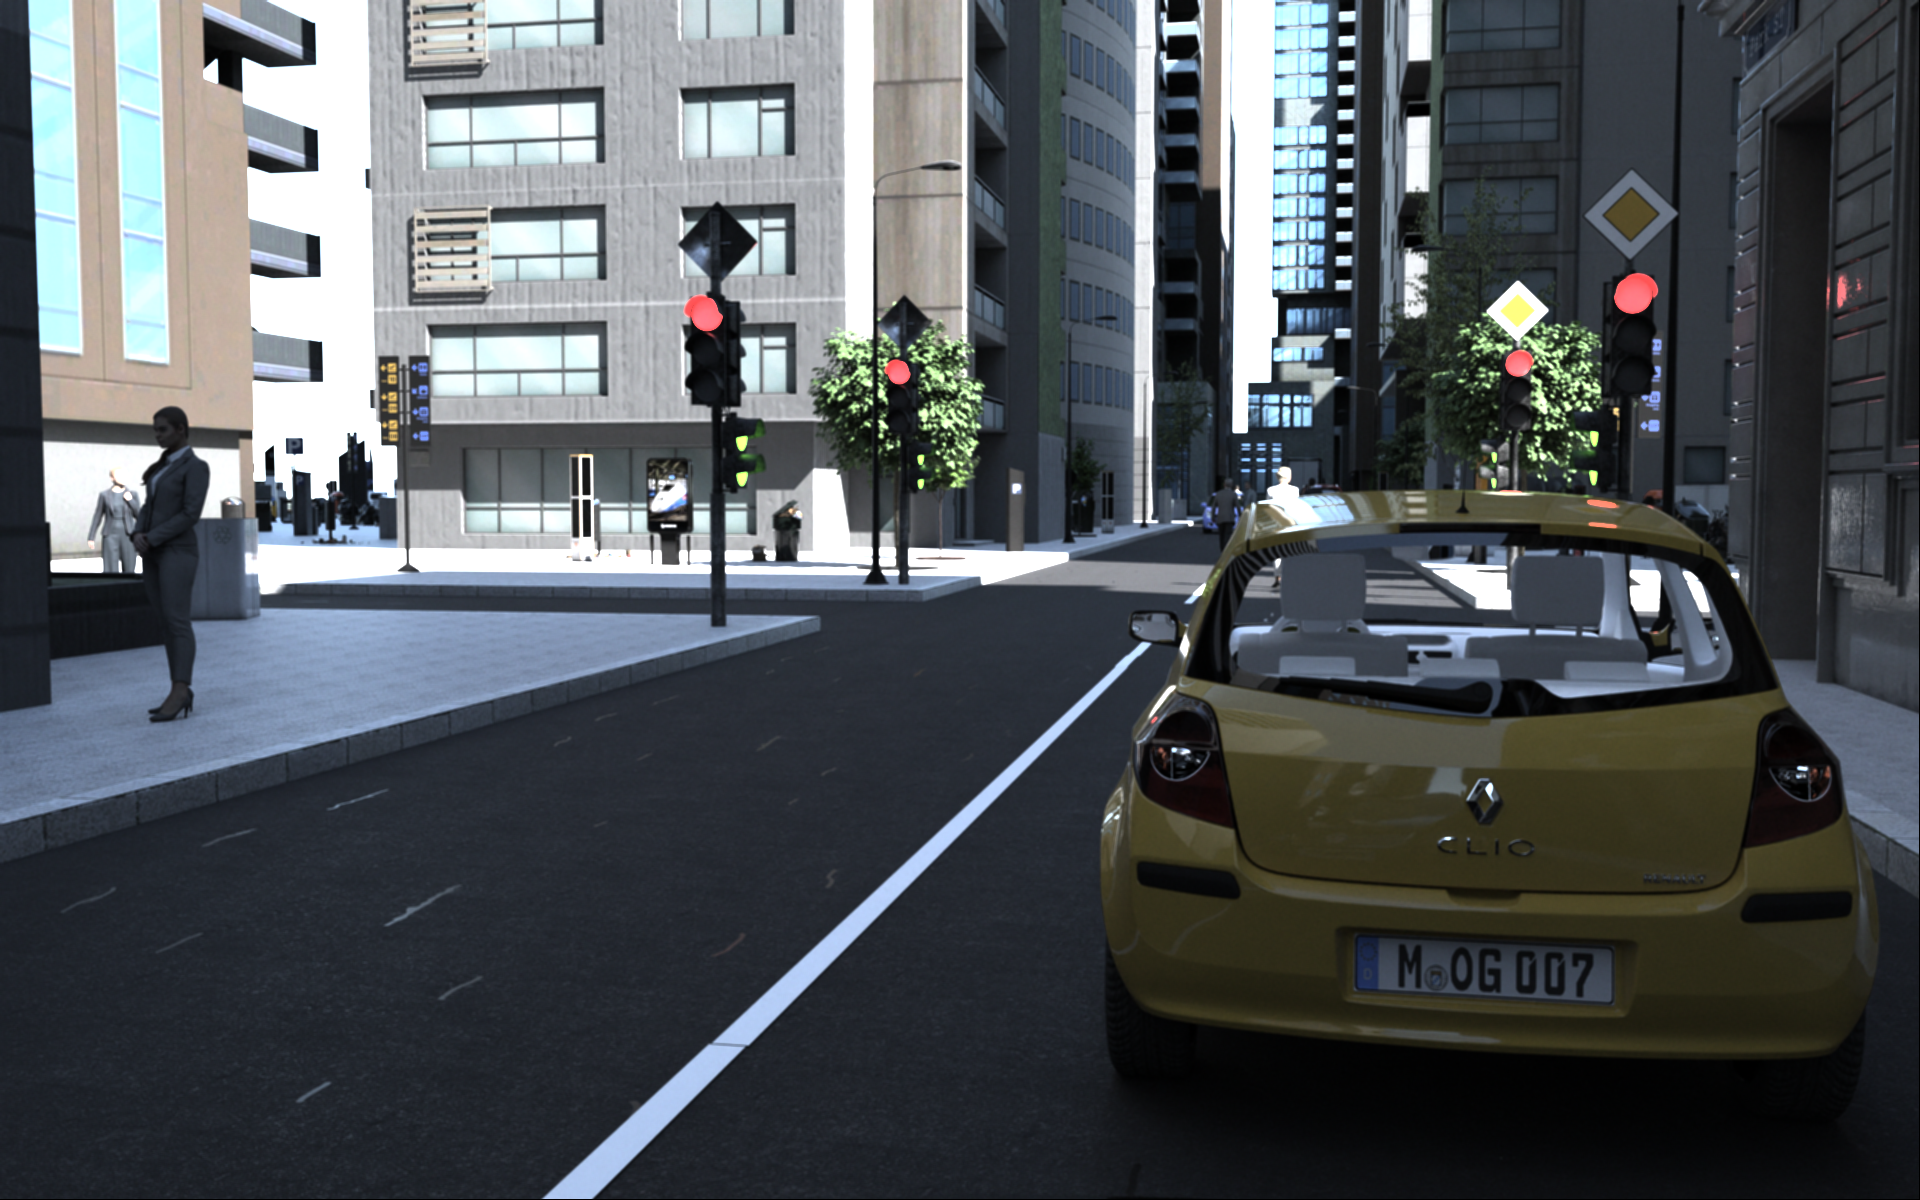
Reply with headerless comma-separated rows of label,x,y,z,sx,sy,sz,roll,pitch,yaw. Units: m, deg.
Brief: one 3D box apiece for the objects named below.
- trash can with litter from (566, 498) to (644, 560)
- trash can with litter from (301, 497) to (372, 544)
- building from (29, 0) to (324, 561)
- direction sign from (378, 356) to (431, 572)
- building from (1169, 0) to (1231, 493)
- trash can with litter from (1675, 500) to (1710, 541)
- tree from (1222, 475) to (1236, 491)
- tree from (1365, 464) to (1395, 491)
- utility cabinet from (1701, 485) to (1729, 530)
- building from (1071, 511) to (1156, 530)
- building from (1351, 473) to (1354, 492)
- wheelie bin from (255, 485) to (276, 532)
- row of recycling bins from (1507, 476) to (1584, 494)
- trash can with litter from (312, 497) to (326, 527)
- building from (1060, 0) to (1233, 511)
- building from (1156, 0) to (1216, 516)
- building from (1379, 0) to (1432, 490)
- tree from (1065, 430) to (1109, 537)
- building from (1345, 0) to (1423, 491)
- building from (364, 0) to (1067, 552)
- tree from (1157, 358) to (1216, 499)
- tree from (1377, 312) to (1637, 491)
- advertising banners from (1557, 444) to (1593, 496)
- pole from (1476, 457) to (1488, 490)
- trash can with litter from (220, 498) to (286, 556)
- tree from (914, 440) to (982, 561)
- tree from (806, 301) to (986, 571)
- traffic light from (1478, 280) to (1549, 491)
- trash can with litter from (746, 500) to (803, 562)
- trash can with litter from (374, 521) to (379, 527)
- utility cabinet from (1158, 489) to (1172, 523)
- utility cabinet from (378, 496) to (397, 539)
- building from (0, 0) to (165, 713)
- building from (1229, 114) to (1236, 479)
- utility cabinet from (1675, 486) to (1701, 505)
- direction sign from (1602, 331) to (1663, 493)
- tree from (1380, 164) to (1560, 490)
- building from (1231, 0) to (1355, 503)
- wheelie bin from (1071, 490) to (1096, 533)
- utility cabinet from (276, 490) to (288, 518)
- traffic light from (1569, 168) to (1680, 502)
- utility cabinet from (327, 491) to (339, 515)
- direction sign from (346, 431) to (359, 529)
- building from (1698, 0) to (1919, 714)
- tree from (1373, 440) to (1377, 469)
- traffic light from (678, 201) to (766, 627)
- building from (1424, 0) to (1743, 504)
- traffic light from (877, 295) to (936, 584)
trash can with litter,-7.057,-1.446,34.702,1.678,1.210,2.233,2,4,33
trash can with litter,-16.448,-2.109,45.532,1.678,1.210,2.233,-1,4,-21
building,-23.537,-23.534,34.897,14.200,45.320,14.600,1,4,11
direction sign,-9.109,-2.231,28.476,0.876,3.537,0.379,1,4,9
building,14.018,-29.790,137.175,14.600,45.320,14.200,1,4,11
trash can with litter,12.720,-1.123,29.745,0.624,1.170,1.055,0,4,-6
tree,22.752,-9.450,149.113,1.663,3.219,1.824,0,3,0
tree,23.999,-6.424,99.628,1.663,3.219,1.824,0,3,0
utility cabinet,19.056,-2.090,42.847,1.173,1.500,0.318,0,4,6
building,-3.288,-32.423,72.120,21.231,58.520,28.212,1,4,11
building,45.254,-26.525,125.571,32.217,40.220,23.993,1,4,11
wheelie bin,-23.979,-3.150,59.411,0.980,1.594,0.693,-1,4,-19
row of recycling bins,13.835,-2.055,40.704,1.069,1.692,3.534,3,4,38
trash can with litter,-25.430,-3.440,67.638,1.055,1.170,0.624,1,4,21
building,11.510,-38.103,164.984,28.212,58.520,21.231,1,4,11
building,6.192,-49.021,114.157,22.319,86.520,31.000,1,4,11
building,33.861,-29.990,79.567,28.713,52.752,27.495,1,4,11
tree,3.607,-3.535,52.394,1.663,3.219,1.824,0,3,0
building,31.685,-27.979,107.574,14.600,45.320,14.200,1,4,11
building,-5.177,-22.004,43.367,14.154,41.232,14.086,1,4,11
tree,11.532,-8.704,92.670,4.737,8.622,4.395,0,3,0
tree,9.181,-2.717,28.137,4.285,4.588,4.351,0,3,0
advertising banners,11.636,-2.223,32.528,0.090,3.025,2.074,0,4,-1
pole,9.523,-2.309,31.600,0.158,3.312,0.155,0,3,0
trash can with litter,-15.192,-1.500,35.589,2.233,1.210,1.678,1,4,14
tree,-0.330,-2.389,33.666,1.663,3.219,1.824,0,3,0
tree,-1.047,-2.809,29.648,4.285,4.588,4.351,0,3,0
traffic light,7.326,-2.081,22.947,0.839,4.253,0.868,1,4,11
trash can with litter,-3.533,-1.318,32.933,1.055,1.170,0.624,-1,4,-13
trash can with litter,-22.315,-3.521,68.619,2.233,1.210,1.678,0,3,0
utility cabinet,8.889,-4.070,75.217,0.318,1.500,1.173,1,4,22
utility cabinet,-16.391,-2.370,49.912,0.306,1.237,1.020,0,4,5
building,-20.152,-28.446,7.091,28.212,58.520,21.231,1,4,11
building,22.685,-30.874,188.377,14.086,41.232,14.154,1,4,11
utility cabinet,19.214,-2.260,45.625,1.173,1.500,0.318,3,4,36
direction sign,9.331,-1.963,24.100,0.876,3.537,0.379,-1,4,-9
tree,11.524,-5.473,39.844,4.737,8.622,4.395,0,3,0
building,45.577,-53.413,185.973,31.000,86.520,22.319,1,4,11
wheelie bin,4.100,-3.023,57.338,0.693,1.594,0.980,-1,4,-17
utility cabinet,-36.851,-5.172,93.247,1.173,1.500,0.318,-3,5,-40
traffic light,5.783,-1.602,15.112,0.839,4.253,0.868,1,4,11
utility cabinet,-38.445,-6.003,106.821,1.173,1.500,0.318,1,4,22
direction sign,-22.023,-4.332,62.827,0.379,3.537,0.876,-3,5,-44
building,9.413,-10.215,3.169,11.583,22.565,21.152,1,4,11
tree,17.713,-5.076,66.703,4.285,4.588,4.351,0,3,0
traffic light,-2.326,-1.698,16.687,0.839,4.253,0.868,1,4,11
building,21.649,-22.595,53.029,14.154,41.232,14.086,1,4,11
traffic light,-0.783,-2.177,24.522,0.839,4.253,0.868,1,4,11
